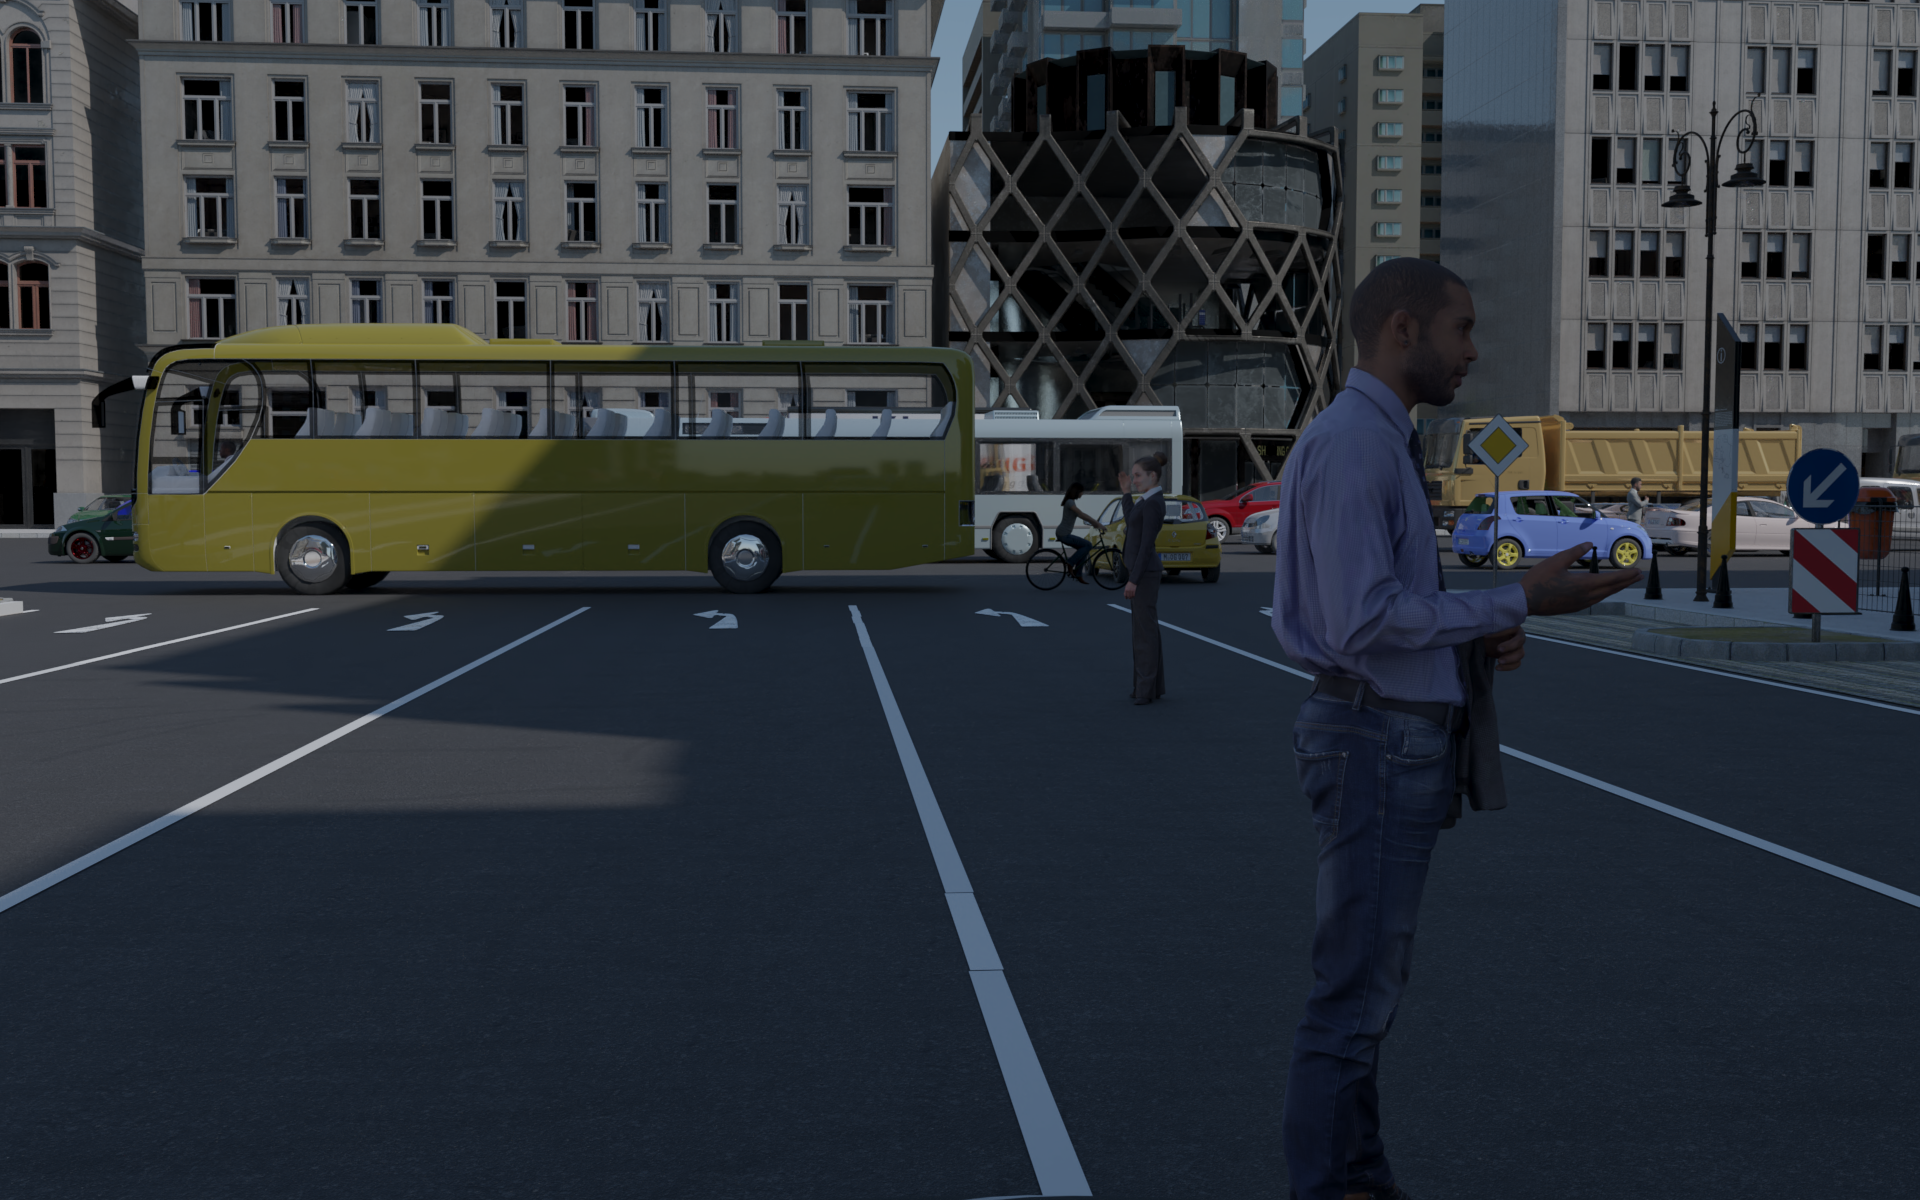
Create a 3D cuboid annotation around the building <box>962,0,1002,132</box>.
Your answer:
[{"bbox_3d":[11.736,-33.154,165.767,21.300,48.544,21.600,0,4,-5],"label":"building"}]

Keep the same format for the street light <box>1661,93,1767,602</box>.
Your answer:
[{"bbox_3d":[8.862,-2.920,20.532,0.468,5.910,1.993,0,4,-5],"label":"street light"}]

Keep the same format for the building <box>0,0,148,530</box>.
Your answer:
[{"bbox_3d":[-43.184,-17.100,66.973,23.554,28.519,14.401,0,4,-5],"label":"building"}]

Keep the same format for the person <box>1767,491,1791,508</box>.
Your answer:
[{"bbox_3d":[22.253,-2.362,47.234,0.709,1.813,0.853,0,4,2],"label":"person"}]

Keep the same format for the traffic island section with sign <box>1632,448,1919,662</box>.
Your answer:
[{"bbox_3d":[7.257,-0.431,15.671,1.989,1.847,2.006,0,4,-5],"label":"traffic island section with sign"}]

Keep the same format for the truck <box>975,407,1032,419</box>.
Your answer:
[{"bbox_3d":[-3.368,-4.148,56.734,11.283,4.237,2.839,0,4,-6],"label":"truck"}]

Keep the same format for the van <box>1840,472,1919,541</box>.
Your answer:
[{"bbox_3d":[23.944,-2.257,43.907,4.112,2.044,2.013,0,4,-6],"label":"van"}]

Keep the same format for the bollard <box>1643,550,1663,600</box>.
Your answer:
[{"bbox_3d":[8.451,-0.309,21.087,0.229,0.601,0.229,0,3,0],"label":"bollard"}]

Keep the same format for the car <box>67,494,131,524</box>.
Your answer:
[{"bbox_3d":[-24.413,-2.375,50.628,2.131,1.459,4.920,0,4,-5],"label":"car"}]

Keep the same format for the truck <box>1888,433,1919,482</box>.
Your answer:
[{"bbox_3d":[33.677,-3.580,54.454,9.791,3.379,3.469,0,4,-6],"label":"truck"}]

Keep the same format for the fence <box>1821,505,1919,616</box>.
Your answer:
[{"bbox_3d":[9.466,-0.378,17.378,0.480,1.192,2.264,0,4,-7],"label":"fence"}]

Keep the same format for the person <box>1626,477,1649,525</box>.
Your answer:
[{"bbox_3d":[14.804,-1.784,37.856,0.466,1.800,0.511,1,4,12],"label":"person"}]

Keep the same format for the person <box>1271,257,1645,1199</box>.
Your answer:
[{"bbox_3d":[0.851,0.327,3.022,0.599,1.838,0.709,1,4,14],"label":"person"}]

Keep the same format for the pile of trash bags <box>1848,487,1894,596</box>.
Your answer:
[{"bbox_3d":[12.979,-0.743,21.896,3.447,1.369,1.912,0,4,4],"label":"pile of trash bags"}]

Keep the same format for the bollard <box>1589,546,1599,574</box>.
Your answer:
[{"bbox_3d":[8.314,-0.407,22.701,0.229,0.601,0.229,0,3,0],"label":"bollard"}]

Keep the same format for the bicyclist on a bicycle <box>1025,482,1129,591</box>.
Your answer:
[{"bbox_3d":[1.772,-0.958,25.686,1.625,1.676,1.499,0,4,-4],"label":"bicyclist on a bicycle"}]

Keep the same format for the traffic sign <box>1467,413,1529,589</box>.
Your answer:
[{"bbox_3d":[6.711,-1.103,21.683,0.795,2.450,0.064,0,4,-5],"label":"traffic sign"}]

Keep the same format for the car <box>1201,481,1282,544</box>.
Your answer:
[{"bbox_3d":[8.774,-2.520,49.880,5.304,1.827,2.281,0,4,-4],"label":"car"}]

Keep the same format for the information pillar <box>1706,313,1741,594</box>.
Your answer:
[{"bbox_3d":[9.827,-1.889,22.243,0.183,3.616,0.504,0,4,-5],"label":"information pillar"}]

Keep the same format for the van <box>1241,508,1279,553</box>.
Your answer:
[{"bbox_3d":[8.826,-2.116,41.615,4.112,2.044,2.013,0,4,-7],"label":"van"}]

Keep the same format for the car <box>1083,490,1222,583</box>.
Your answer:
[{"bbox_3d":[3.184,-1.172,29.386,2.015,1.641,3.980,0,4,-6],"label":"car"}]

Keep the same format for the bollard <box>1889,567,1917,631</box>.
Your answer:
[{"bbox_3d":[8.864,-0.013,16.260,0.229,0.601,0.229,0,3,0],"label":"bollard"}]

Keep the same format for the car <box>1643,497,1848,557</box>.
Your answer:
[{"bbox_3d":[18.325,-1.701,40.169,4.827,1.381,2.083,0,4,-5],"label":"car"}]

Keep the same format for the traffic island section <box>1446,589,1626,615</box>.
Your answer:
[{"bbox_3d":[6.734,0.032,21.762,2.009,0.180,2.903,0,4,-5],"label":"traffic island section"}]

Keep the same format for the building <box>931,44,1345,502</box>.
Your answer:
[{"bbox_3d":[7.408,-12.627,73.897,16.811,18.784,16.820,0,4,-5],"label":"building"}]

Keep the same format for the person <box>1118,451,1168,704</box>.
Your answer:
[{"bbox_3d":[1.202,-0.172,12.109,0.445,1.727,0.742,-2,4,-28],"label":"person"}]

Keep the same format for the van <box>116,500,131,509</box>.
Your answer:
[{"bbox_3d":[-18.475,-2.387,43.407,5.245,2.365,2.240,0,4,-6],"label":"van"}]

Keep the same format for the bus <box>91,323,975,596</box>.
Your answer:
[{"bbox_3d":[-5.952,-2.087,25.671,12.252,3.916,2.896,0,4,-3],"label":"bus"}]

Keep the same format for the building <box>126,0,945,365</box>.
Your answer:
[{"bbox_3d":[-15.854,-14.524,70.750,30.059,22.955,16.112,0,4,-5],"label":"building"}]

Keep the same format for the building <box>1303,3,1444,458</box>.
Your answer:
[{"bbox_3d":[45.845,-33.403,169.847,21.600,48.544,21.300,0,4,-5],"label":"building"}]

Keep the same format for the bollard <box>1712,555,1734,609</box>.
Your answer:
[{"bbox_3d":[8.591,-0.210,19.481,0.229,0.601,0.229,0,3,0],"label":"bollard"}]

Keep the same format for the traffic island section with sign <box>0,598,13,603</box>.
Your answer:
[{"bbox_3d":[-12.341,-0.748,20.365,2.006,1.907,1.989,0,4,-5],"label":"traffic island section with sign"}]

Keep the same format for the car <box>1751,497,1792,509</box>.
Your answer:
[{"bbox_3d":[23.899,-2.552,53.524,4.920,1.459,2.131,0,4,-5],"label":"car"}]

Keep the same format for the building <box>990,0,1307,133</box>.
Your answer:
[{"bbox_3d":[14.298,-31.822,139.896,23.786,49.044,30.456,0,4,-5],"label":"building"}]

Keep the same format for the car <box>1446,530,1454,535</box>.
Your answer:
[{"bbox_3d":[18.229,-3.006,57.947,4.718,1.807,1.959,0,4,-6],"label":"car"}]

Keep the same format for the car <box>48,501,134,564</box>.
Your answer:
[{"bbox_3d":[-16.826,-1.626,36.366,4.222,1.686,2.009,0,4,-3],"label":"car"}]

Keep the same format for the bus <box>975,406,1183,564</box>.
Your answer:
[{"bbox_3d":[-2.108,-2.540,36.382,13.247,3.499,2.948,0,4,-6],"label":"bus"}]

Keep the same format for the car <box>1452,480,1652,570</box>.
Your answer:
[{"bbox_3d":[11.500,-1.468,33.593,3.694,1.707,1.945,0,4,-7],"label":"car"}]

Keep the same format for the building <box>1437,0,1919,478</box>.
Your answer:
[{"bbox_3d":[32.089,-15.597,73.035,19.932,24.808,12.078,0,4,-5],"label":"building"}]

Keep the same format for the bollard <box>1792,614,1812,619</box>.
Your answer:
[{"bbox_3d":[8.726,-0.112,17.874,0.229,0.601,0.229,0,3,0],"label":"bollard"}]

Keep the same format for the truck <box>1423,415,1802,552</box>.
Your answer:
[{"bbox_3d":[15.827,-2.920,43.660,9.791,3.379,3.469,0,4,-3],"label":"truck"}]

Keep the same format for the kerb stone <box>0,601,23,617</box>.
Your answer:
[{"bbox_3d":[-11.282,0.122,20.317,0.120,0.150,1.000,0,4,-5],"label":"kerb stone"}]
